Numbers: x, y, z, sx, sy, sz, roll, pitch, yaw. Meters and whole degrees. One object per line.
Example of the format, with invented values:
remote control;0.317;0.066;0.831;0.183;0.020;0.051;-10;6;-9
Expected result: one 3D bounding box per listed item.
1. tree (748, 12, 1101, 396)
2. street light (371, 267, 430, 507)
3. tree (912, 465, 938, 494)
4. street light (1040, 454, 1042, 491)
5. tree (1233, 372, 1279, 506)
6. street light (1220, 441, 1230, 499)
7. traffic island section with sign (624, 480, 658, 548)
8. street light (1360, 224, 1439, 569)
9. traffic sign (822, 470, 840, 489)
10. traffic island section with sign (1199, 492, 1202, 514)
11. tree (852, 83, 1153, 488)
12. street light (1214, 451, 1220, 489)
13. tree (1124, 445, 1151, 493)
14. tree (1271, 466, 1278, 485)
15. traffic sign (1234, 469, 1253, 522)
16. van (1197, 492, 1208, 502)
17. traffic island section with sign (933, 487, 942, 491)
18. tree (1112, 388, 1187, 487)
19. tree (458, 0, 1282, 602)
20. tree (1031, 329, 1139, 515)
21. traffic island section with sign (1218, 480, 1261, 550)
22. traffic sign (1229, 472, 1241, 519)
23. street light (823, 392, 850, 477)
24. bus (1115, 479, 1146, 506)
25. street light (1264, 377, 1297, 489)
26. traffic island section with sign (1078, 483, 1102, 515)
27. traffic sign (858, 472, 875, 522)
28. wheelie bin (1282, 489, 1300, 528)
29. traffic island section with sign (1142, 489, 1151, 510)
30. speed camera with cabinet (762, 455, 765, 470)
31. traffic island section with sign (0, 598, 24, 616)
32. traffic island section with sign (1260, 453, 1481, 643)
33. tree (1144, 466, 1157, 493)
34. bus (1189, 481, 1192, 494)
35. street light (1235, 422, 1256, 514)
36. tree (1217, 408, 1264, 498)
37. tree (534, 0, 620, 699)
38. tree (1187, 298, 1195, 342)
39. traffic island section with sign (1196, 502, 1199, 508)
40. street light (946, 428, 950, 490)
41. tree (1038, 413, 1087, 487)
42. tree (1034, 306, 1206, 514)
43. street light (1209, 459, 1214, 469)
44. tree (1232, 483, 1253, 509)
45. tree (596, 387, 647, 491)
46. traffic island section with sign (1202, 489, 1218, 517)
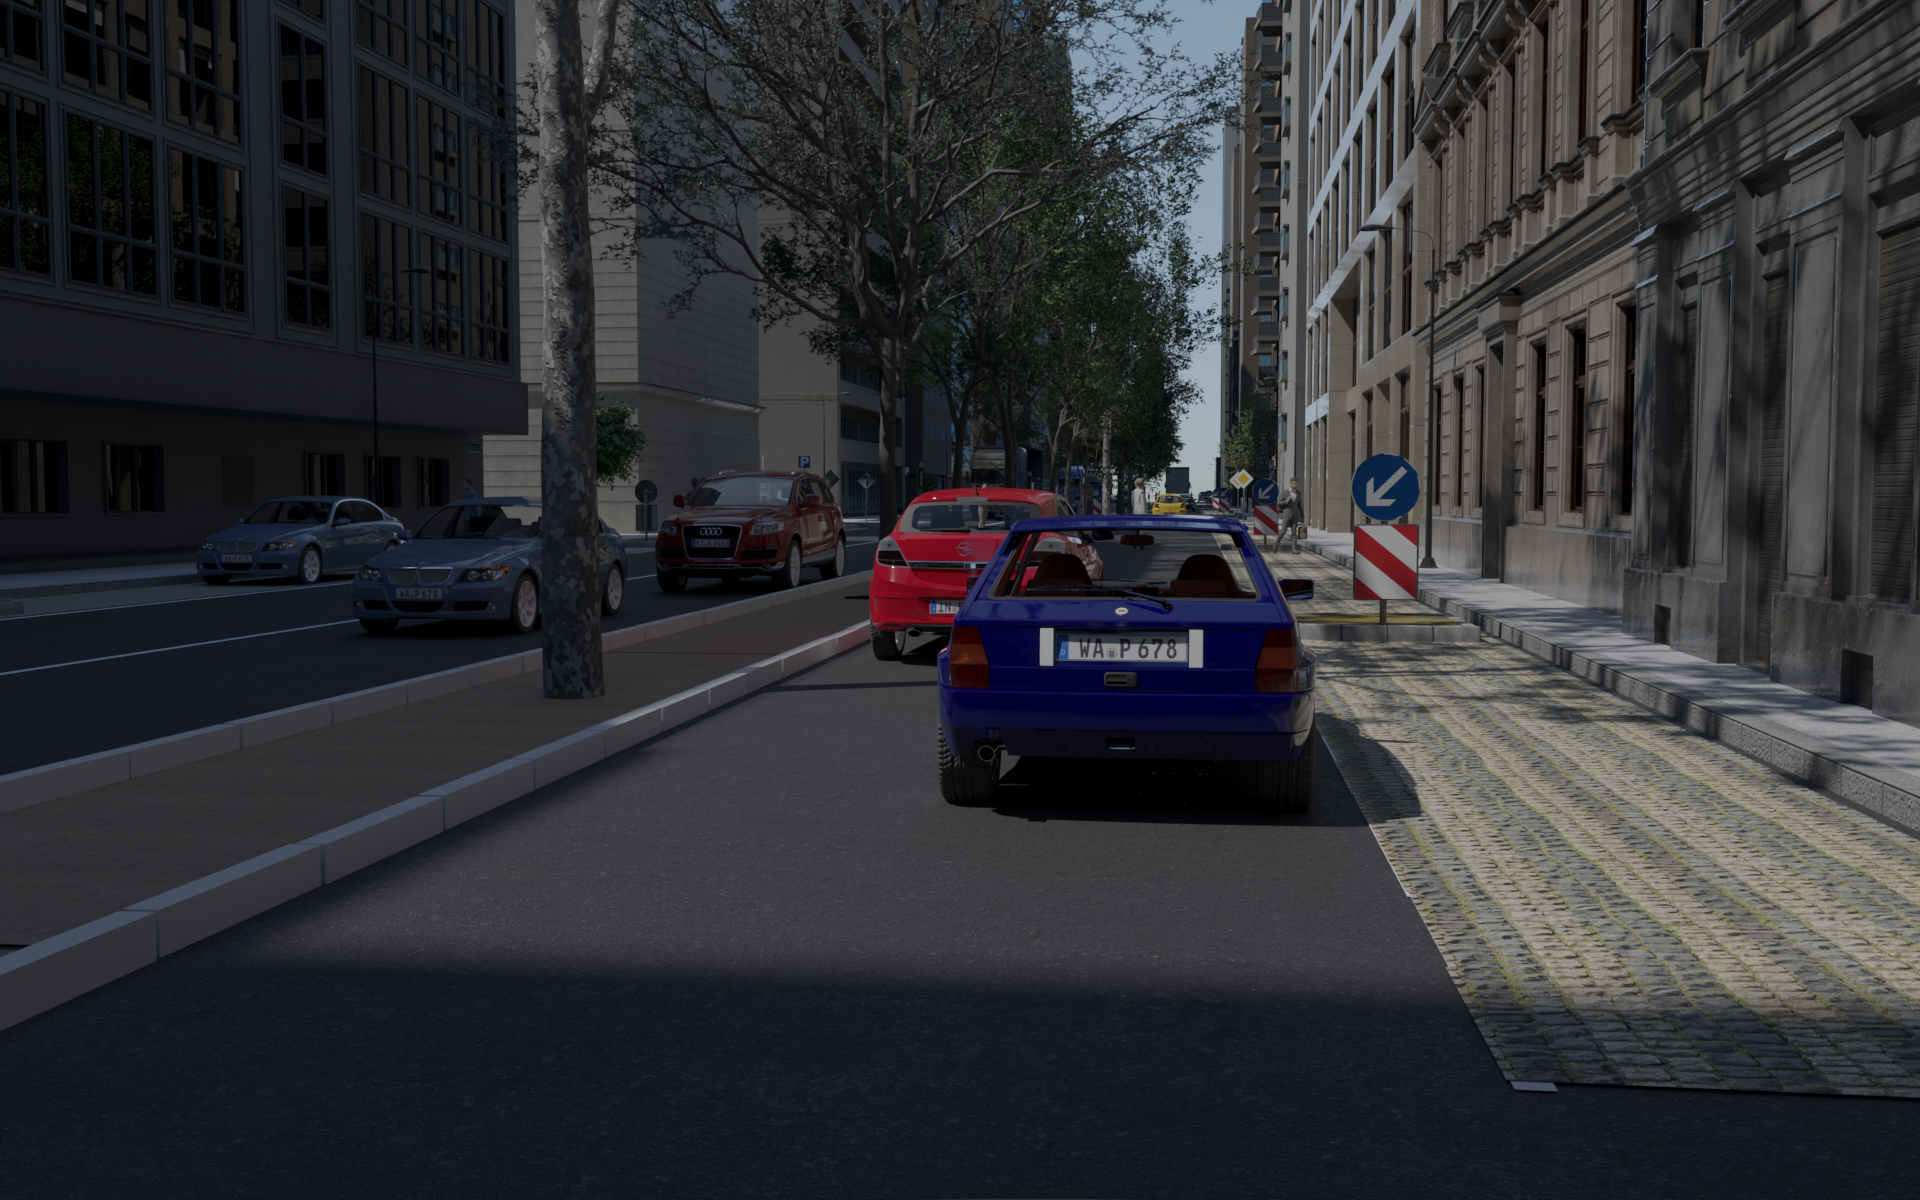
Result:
tree;-0.174;-5.890;33.169;8.767;10.594;7.601;0;4;8
street light;-11.543;-3.863;35.709;1.470;5.913;1.316;0;4;8
tree;-2.192;-7.393;115.480;1.663;3.219;1.824;0;3;0
street light;9.598;-13.588;194.711;1.470;5.913;1.316;0;4;8
tree;18.417;-9.486;105.461;4.360;8.622;3.978;0;3;0
street light;23.703;-10.934;151.305;1.470;5.913;1.316;0;4;8
traffic island section with sign;-8.629;-2.343;46.936;1.989;1.847;2.006;0;4;8
street light;7.568;-3.506;29.872;1.470;5.913;1.316;0;4;8
traffic sign;-5.338;-4.141;71.355;0.795;2.450;0.064;0;4;8
traffic island section with sign;18.602;-7.189;126.170;1.989;1.847;2.006;0;4;8
tree;1.161;-6.977;42.284;9.928;11.665;9.643;0;3;0
street light;28.705;-13.199;188.338;1.470;5.913;1.316;0;4;8
tree;14.877;-11.621;142.815;4.737;8.622;4.395;0;3;0
tree;19.097;-6.548;101.669;1.663;3.219;1.824;0;3;0
traffic sign;11.306;-4.005;69.123;0.795;2.450;0.064;0;4;8
van;40.942;-17.434;292.048;2.013;2.044;4.112;0;4;7
traffic island section with sign;-1.297;-5.704;101.881;1.989;1.847;2.006;0;4;8
tree;15.595;-13.975;149.068;7.486;12.596;7.792;0;3;0
tree;-0.979;-6.751;23.212;12.009;13.543;11.850;0;3;0
tree;4.707;-6.952;66.480;4.360;8.622;3.978;0;3;0
traffic island section with sign;7.695;-2.186;44.376;1.989;1.847;2.006;0;4;8
traffic sign;12.362;-4.489;77.039;0.795;2.450;0.064;0;4;8
street light;-5.696;-6.531;79.326;1.470;5.913;1.316;0;4;8
bus;20.479;-12.958;206.730;2.948;3.499;13.247;1;4;10
street light;12.781;-5.892;68.878;1.470;5.913;1.316;0;4;8
traffic island section with sign;6.055;-4.249;77.612;2.006;1.907;1.989;0;4;8
traffic sign;-4.283;-4.626;79.271;0.795;2.450;0.064;0;4;8
wheelie bin;12.611;-3.557;66.061;0.693;1.594;0.980;0;4;5
traffic island section with sign;15.978;-8.805;152.095;2.006;1.907;1.989;0;4;8
speed camera with cabinet;-9.234;-5.714;87.751;2.038;3.252;0.660;0;4;7
traffic island section with sign;-12.187;-0.709;20.216;1.989;1.847;2.006;0;4;8
traffic island section with sign;4.135;-0.551;17.639;1.989;1.847;2.006;0;4;8
tree;9.890;-9.401;106.531;4.360;8.622;3.978;0;3;0
bus;34.547;-17.010;269.660;2.896;3.916;12.252;1;4;9
street light;18.515;-8.524;111.903;1.470;5.913;1.316;0;4;8
tree;23.873;-11.964;145.979;4.737;8.622;4.395;0;3;0
tree;-1.635;-9.312;10.600;12.611;20.169;13.585;0;3;0
tree;2.632;-6.983;51.047;8.767;10.594;7.601;0;4;8
traffic island section with sign;25.288;-10.258;176.338;1.989;1.847;2.006;0;4;8
street light;-0.377;-8.934;118.611;1.470;5.913;1.316;0;4;8
tree;13.375;-19.002;228.815;7.486;12.596;7.792;0;3;0
tree;9.239;-11.003;99.358;9.611;12.733;9.660;0;3;0
street light;33.818;-15.575;227.193;1.470;5.913;1.316;0;4;8
tree;25.150;-9.750;154.009;1.663;3.219;1.824;0;3;0
tree;-11.094;-4.207;52.497;4.285;4.588;4.351;0;3;0
traffic island section with sign;15.043;-5.555;99.450;1.989;1.847;2.006;0;4;8
